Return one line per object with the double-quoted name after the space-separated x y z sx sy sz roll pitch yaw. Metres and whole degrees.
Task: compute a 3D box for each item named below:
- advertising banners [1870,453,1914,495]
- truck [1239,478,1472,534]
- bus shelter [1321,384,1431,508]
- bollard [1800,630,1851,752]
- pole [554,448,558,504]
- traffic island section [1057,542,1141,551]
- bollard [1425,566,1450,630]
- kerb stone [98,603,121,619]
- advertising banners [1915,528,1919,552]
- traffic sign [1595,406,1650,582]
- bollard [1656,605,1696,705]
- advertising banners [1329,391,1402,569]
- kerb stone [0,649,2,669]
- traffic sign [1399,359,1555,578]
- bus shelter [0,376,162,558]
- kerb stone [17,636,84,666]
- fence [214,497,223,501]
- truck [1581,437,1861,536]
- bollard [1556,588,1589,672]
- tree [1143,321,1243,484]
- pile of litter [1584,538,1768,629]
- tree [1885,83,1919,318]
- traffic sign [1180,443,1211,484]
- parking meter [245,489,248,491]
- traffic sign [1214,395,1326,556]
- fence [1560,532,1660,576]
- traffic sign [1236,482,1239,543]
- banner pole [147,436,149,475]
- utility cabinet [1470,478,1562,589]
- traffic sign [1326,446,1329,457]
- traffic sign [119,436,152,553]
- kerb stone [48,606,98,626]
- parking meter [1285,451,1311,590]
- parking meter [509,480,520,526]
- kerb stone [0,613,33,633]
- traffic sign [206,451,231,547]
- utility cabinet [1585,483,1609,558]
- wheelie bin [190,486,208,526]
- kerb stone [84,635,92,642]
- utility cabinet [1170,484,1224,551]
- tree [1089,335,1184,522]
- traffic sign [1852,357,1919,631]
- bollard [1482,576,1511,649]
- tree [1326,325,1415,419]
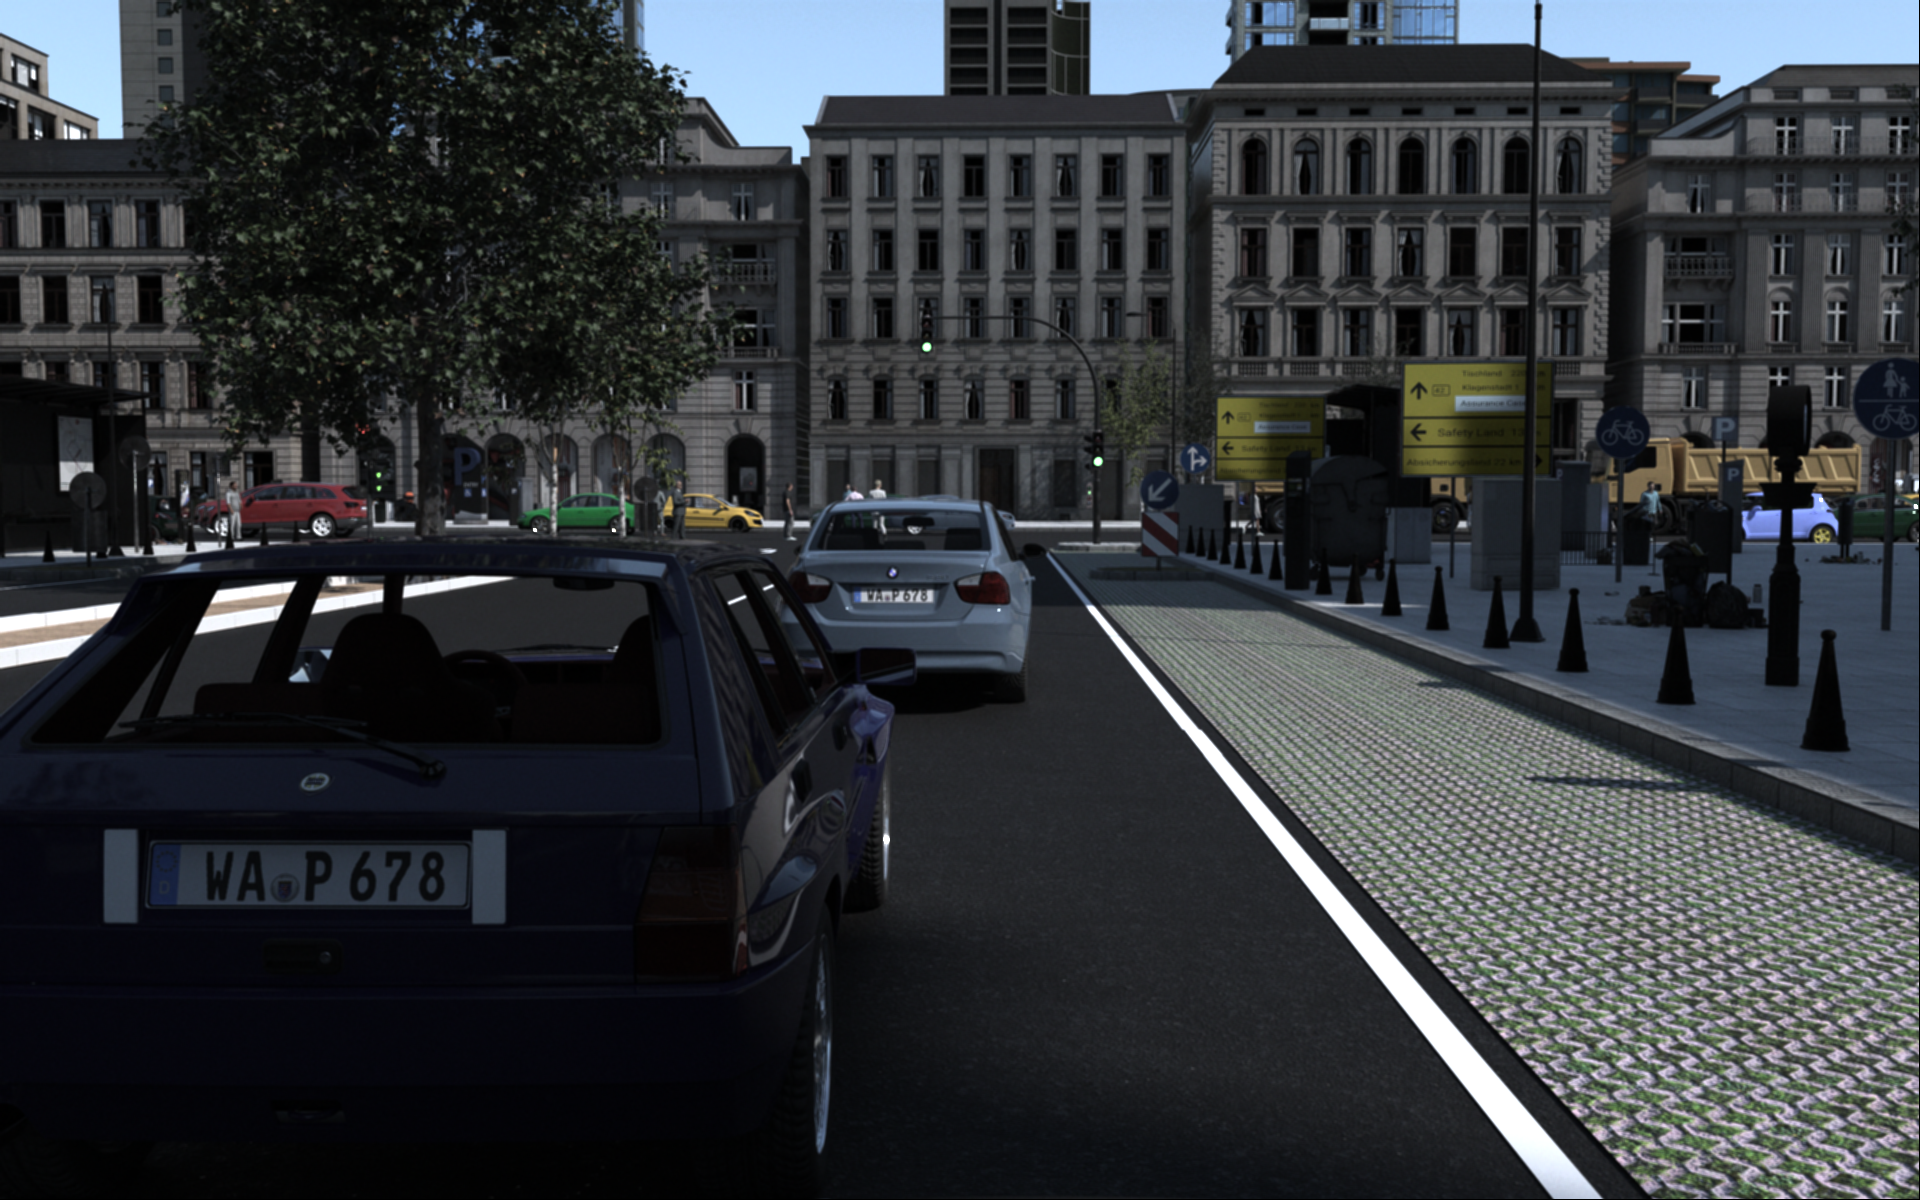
39.548 -4.721 73.384 0.090 3.025 2.074 -2 4 -33 "advertising banners"
15.294 -4.128 63.420 9.791 3.379 3.469 0 4 0 "truck"
9.363 -2.982 40.036 1.731 3.624 6.357 0 4 1 "bus shelter"
4.360 0.448 8.710 0.229 0.601 0.229 0 3 0 "bollard"
-17.916 -5.065 76.648 0.158 3.312 0.155 0 3 0 "pole"
3.518 -1.352 44.384 2.009 0.180 2.903 0 4 1 "traffic island section"
4.526 -0.021 16.391 0.229 0.601 0.229 0 3 0 "bollard"
-9.864 0.127 20.187 0.120 0.150 1.000 0 4 1 "kerb stone"
21.981 -2.583 38.415 2.074 3.025 0.090 -2 4 -24 "advertising banners"
9.578 -1.530 25.118 0.768 2.556 0.104 0 4 6 "traffic sign"
4.400 0.331 10.628 0.229 0.601 0.229 0 3 0 "bollard"
7.114 -2.059 29.860 0.090 3.025 2.074 -3 4 -36 "advertising banners"
-7.904 0.508 13.882 0.120 0.150 1.000 0 4 1 "kerb stone"
7.855 -1.989 26.390 2.265 3.308 0.079 0 4 7 "traffic sign"
-19.650 -2.839 37.701 1.731 3.624 6.357 0 4 1 "bus shelter"
-7.886 0.447 14.907 0.120 0.150 1.000 0 4 1 "kerb stone"
-32.939 -4.137 78.838 2.264 1.192 0.480 0 4 5 "fence"
25.894 -3.939 60.319 9.791 3.379 3.469 0 4 -1 "truck"
4.443 0.214 12.545 0.229 0.601 0.229 0 3 0 "bollard"
10.174 -7.546 73.738 4.360 8.622 3.978 0 3 0 "tree"
7.073 -0.185 16.985 1.719 0.858 1.176 3 4 38 "pile of litter"
16.991 -4.751 28.046 4.360 8.622 3.978 0 3 0 "tree"
5.868 -2.641 43.291 0.768 2.556 0.104 0 4 4 "traffic sign"
-51.960 -7.219 126.438 0.372 1.533 0.369 0 3 0 "parking meter"
6.373 -2.556 35.665 2.265 3.308 0.079 0 4 3 "traffic sign"
9.996 -0.737 27.418 2.069 0.683 0.278 0 4 2 "fence"
7.221 -2.683 45.047 0.795 2.450 0.064 0 4 6 "traffic sign"
-35.337 -5.207 75.145 0.863 3.779 0.401 3 4 37 "banner pole"
7.451 -0.887 23.182 1.173 1.500 0.318 -1 4 -15 "utility cabinet"
7.460 -2.100 36.457 0.606 2.300 0.079 0 4 3 "traffic sign"
-17.951 -2.299 37.698 0.768 2.556 0.104 1 4 10 "traffic sign"
-9.887 0.194 19.157 0.120 0.150 1.000 0 4 1 "kerb stone"
4.536 -1.072 23.241 0.255 1.863 0.399 2 4 27 "parking meter"
-17.864 -3.896 69.411 0.399 1.863 0.255 -1 4 -22 "parking meter"
-9.910 0.249 18.128 0.120 0.150 1.000 0 4 1 "kerb stone"
-17.761 -2.408 41.503 0.606 2.300 0.079 0 4 3 "traffic sign"
12.789 -1.598 34.806 0.318 1.500 1.173 2 4 27 "utility cabinet"
-30.993 -3.817 70.321 0.693 1.594 0.980 2 4 30 "wheelie bin"
-7.856 0.383 15.931 0.120 0.150 1.000 0 4 1 "kerb stone"
5.297 -1.841 38.775 1.173 1.500 0.318 -1 4 -15 "utility cabinet"
8.099 -7.885 79.288 4.737 8.622 4.395 0 3 0 "tree"
8.718 -0.986 16.232 0.768 2.556 0.104 0 4 6 "traffic sign"
4.484 0.097 14.459 0.229 0.601 0.229 0 3 0 "bollard"
18.041 -7.672 75.799 4.360 8.622 3.978 0 3 0 "tree"
